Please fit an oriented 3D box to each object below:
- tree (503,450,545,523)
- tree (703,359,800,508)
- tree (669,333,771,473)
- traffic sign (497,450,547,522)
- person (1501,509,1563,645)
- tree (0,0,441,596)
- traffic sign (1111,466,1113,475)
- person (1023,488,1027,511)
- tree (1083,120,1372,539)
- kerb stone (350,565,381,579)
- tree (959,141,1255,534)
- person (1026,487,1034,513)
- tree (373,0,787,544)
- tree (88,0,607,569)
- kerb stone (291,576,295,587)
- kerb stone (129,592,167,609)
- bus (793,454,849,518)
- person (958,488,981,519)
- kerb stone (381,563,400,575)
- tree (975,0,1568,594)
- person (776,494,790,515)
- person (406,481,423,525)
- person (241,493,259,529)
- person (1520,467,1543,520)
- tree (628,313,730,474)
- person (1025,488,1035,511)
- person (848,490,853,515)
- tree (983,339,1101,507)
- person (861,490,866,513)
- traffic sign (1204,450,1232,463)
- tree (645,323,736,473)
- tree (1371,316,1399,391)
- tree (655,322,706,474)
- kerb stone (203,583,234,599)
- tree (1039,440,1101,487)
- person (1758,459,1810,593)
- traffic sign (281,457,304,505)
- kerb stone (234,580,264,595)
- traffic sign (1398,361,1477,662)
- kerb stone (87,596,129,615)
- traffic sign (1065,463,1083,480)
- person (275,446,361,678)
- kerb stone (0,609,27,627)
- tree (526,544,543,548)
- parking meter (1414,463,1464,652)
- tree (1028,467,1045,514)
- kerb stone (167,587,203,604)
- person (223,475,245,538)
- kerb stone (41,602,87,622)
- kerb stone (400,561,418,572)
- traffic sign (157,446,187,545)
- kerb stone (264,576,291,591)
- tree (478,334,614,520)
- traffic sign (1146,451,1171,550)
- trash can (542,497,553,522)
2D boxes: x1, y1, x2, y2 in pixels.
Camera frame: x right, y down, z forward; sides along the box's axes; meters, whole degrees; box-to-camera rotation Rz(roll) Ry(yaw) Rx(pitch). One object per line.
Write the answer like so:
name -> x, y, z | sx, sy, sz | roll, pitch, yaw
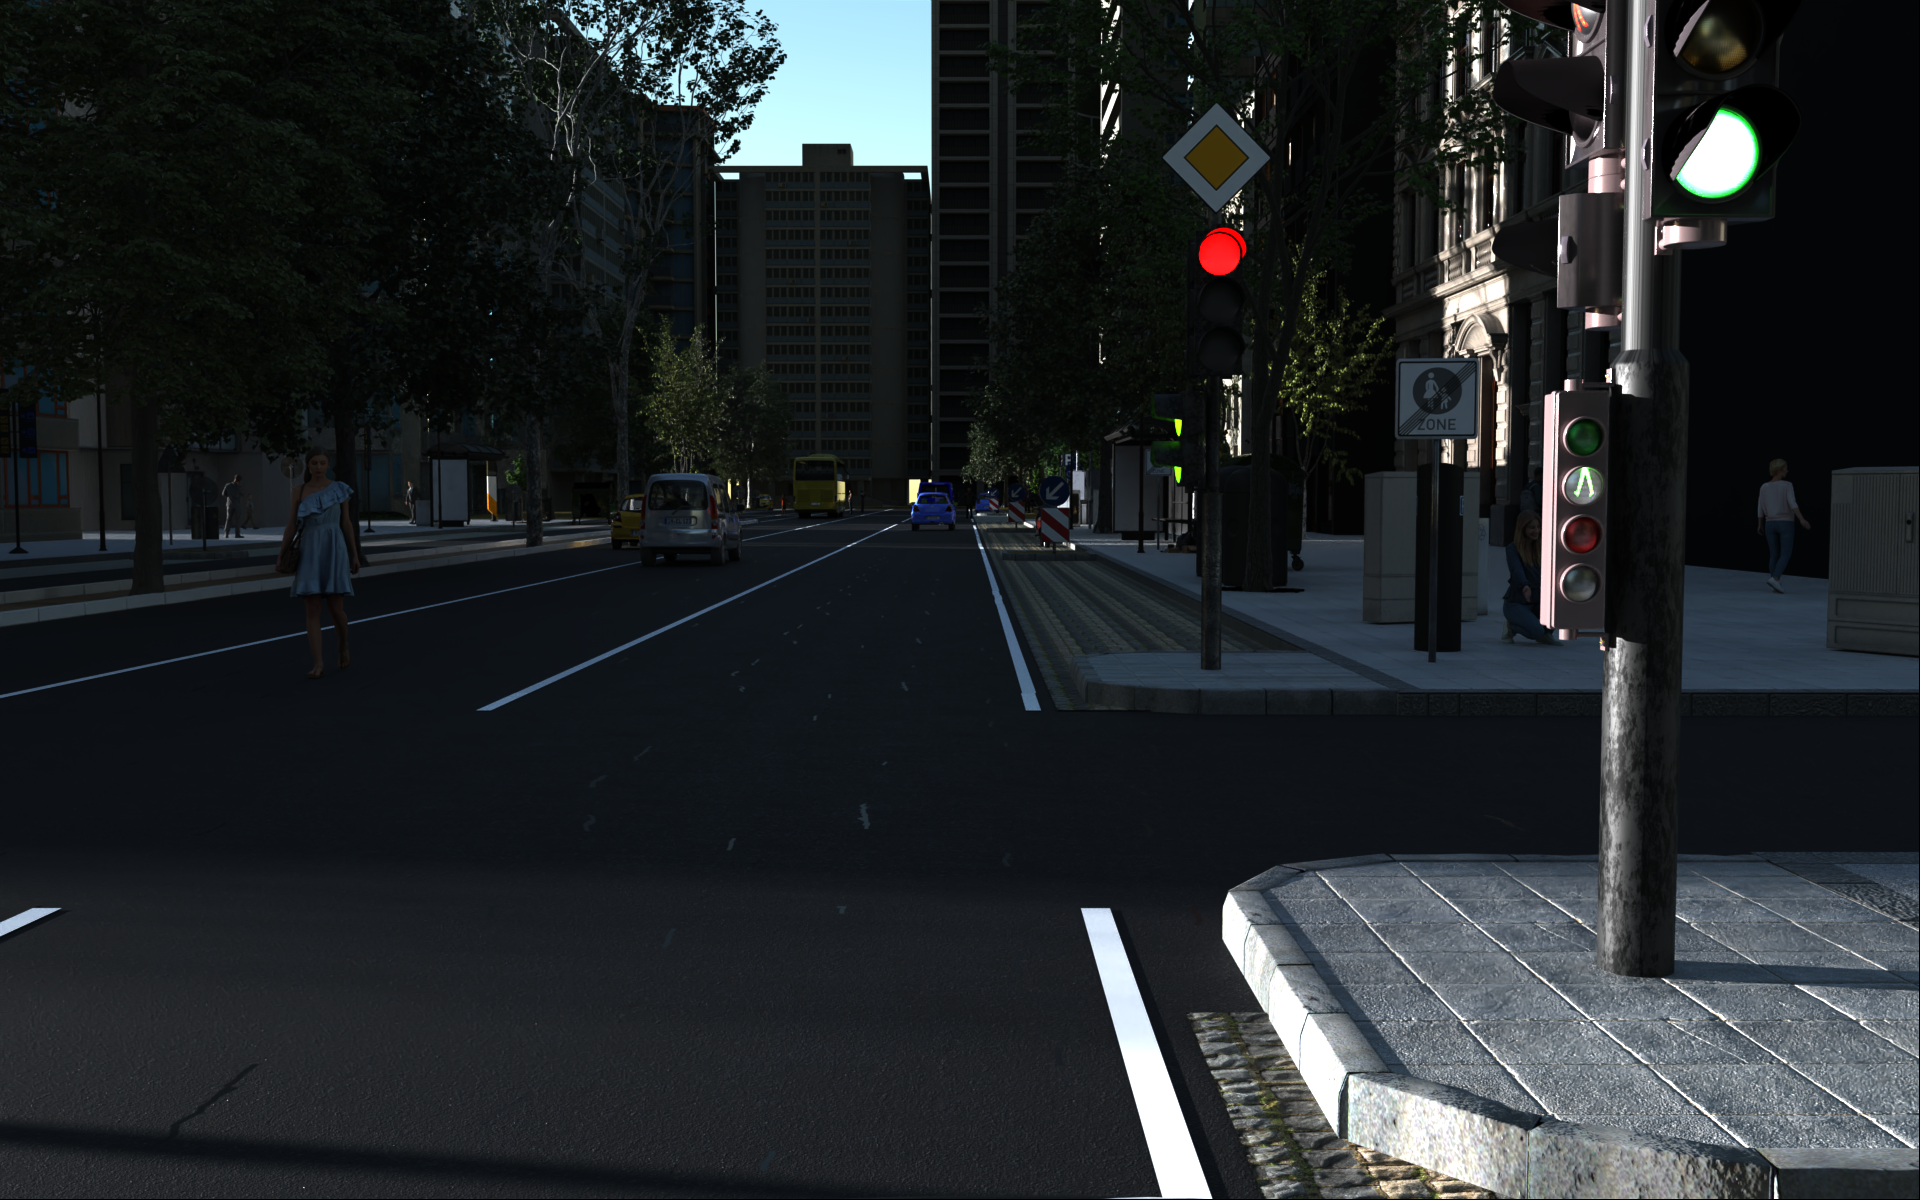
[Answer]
tree -> -19.317, -4.984, 76.096 | 1.663, 3.219, 1.824 | 0, 3, 0
tree -> -19.884, -15.674, 162.922 | 9.857, 13.997, 8.962 | 0, 3, 0
tree -> -19.969, -13.600, 132.725 | 12.009, 13.543, 11.850 | 0, 3, 0
traffic sign -> -20.115, -5.238, 79.508 | 2.265, 3.308, 0.079 | 0, 4, 2
person -> 5.000, -0.194, 14.707 | 1.012, 1.151, 0.738 | -1, 4, -19
tree -> -10.998, -6.281, 23.281 | 7.486, 12.596, 7.792 | 0, 3, 0
traffic sign -> 6.100, -4.083, 66.485 | 0.795, 2.593, 0.064 | 0, 4, 4
person -> 4.998, -7.791, 134.106 | 1.217, 1.739, 0.721 | -1, 4, -21
tree -> 4.611, -5.061, 33.106 | 4.737, 8.622, 4.395 | 0, 3, 0
kerb stone -> -10.352, -0.488, 30.168 | 0.120, 0.150, 1.000 | 0, 4, 0
tree -> 4.766, -8.513, 56.190 | 9.611, 12.733, 9.660 | 0, 3, 0
person -> 4.661, -6.725, 116.446 | 0.683, 1.767, 0.568 | 2, 4, 32
tree -> -12.507, -12.235, 58.382 | 12.611, 20.169, 13.585 | 0, 3, 0
tree -> -11.394, -6.880, 31.953 | 9.611, 12.733, 9.660 | 0, 3, 0
kerb stone -> -10.369, -0.299, 27.082 | 0.120, 0.150, 1.000 | 0, 4, 0
kerb stone -> -10.381, 0.014, 21.965 | 0.120, 0.150, 1.000 | 0, 4, 0
bus -> -8.455, -6.972, 105.534 | 2.896, 3.916, 12.252 | 0, 4, -1
person -> 0.545, -5.600, 100.202 | 1.348, 1.807, 0.705 | 0, 4, -8
kerb stone -> -10.355, -0.551, 31.196 | 0.120, 0.150, 1.000 | 0, 4, 0
tree -> 4.110, -5.916, 22.478 | 9.928, 11.665, 9.643 | 0, 3, 0
person -> -11.974, -6.473, 117.587 | 1.065, 1.426, 0.557 | -3, 4, -39
person -> -23.064, -4.106, 72.955 | 0.659, 1.850, 0.755 | 1, 4, 19
person -> -25.751, -3.209, 62.776 | 0.640, 1.303, 0.475 | -1, 4, -22
person -> 10.614, -1.568, 32.021 | 0.721, 1.781, 0.623 | -1, 4, -21
tree -> -11.071, -7.076, 68.516 | 4.737, 8.622, 4.395 | 0, 3, 0
person -> 5.060, -7.501, 129.198 | 1.217, 1.766, 0.721 | 3, 5, 40
person -> -7.432, -6.573, 116.686 | 0.721, 1.735, 1.217 | 0, 4, -1
tree -> 4.968, -9.902, 96.302 | 7.601, 10.594, 8.767 | 1, 4, 17
person -> -7.392, -7.574, 133.132 | 0.445, 1.727, 0.742 | -3, 5, -44
traffic sign -> 6.145, -2.556, 41.531 | 0.795, 2.593, 0.064 | 0, 4, 2
tree -> -11.613, -7.392, 73.680 | 4.360, 8.622, 3.978 | 0, 3, 0
tree -> 9.780, -6.001, 48.476 | 4.737, 8.622, 4.395 | 0, 3, 0
tree -> -19.559, -11.227, 100.575 | 9.611, 12.733, 9.660 | 0, 3, 0
kerb stone -> -10.371, -0.111, 24.010 | 0.120, 0.150, 1.000 | 0, 4, 0
tree -> 5.305, -5.955, 81.081 | 4.285, 4.588, 4.351 | 0, 3, 0
person -> 10.655, -0.964, 22.475 | 0.598, 1.740, 0.731 | -3, 5, -45
traffic sign -> -21.670, -3.431, 56.197 | 0.768, 2.556, 0.104 | 0, 4, 5
kerb stone -> -10.365, -0.173, 25.032 | 0.120, 0.150, 1.000 | 0, 4, 0
traffic sign -> 3.600, -0.673, 13.141 | 0.606, 2.300, 0.079 | 0, 4, 8
kerb stone -> -10.380, 0.080, 20.943 | 0.120, 0.150, 1.000 | 0, 4, 0
traffic sign -> 4.634, -4.297, 70.357 | 0.768, 2.556, 0.104 | 1, 4, 9
person -> -5.084, -0.314, 13.729 | 0.616, 1.811, 0.778 | 0, 4, -5
kerb stone -> -10.383, 0.202, 18.893 | 0.120, 0.150, 1.000 | 0, 4, 0
tree -> -12.375, -11.459, 45.694 | 12.611, 20.169, 13.585 | 0, 3, 0
parking meter -> 3.925, -0.354, 14.194 | 0.372, 1.533, 0.369 | 0, 3, 0
tree -> 5.102, -7.273, 113.508 | 1.663, 3.219, 1.824 | 0, 3, 0
kerb stone -> -10.366, -0.042, 22.988 | 0.120, 0.150, 1.000 | 0, 4, 0
person -> -21.250, -2.743, 50.690 | 0.655, 1.846, 0.447 | 0, 4, -3
kerb stone -> -10.381, 0.139, 19.920 | 0.120, 0.150, 1.000 | 0, 4, 0
kerb stone -> -10.353, -0.613, 32.226 | 0.120, 0.150, 1.000 | 0, 4, 0
traffic sign -> -19.851, -2.661, 43.517 | 0.884, 2.594, 0.081 | 0, 4, 6
kerb stone -> -10.361, -0.236, 26.058 | 0.120, 0.150, 1.000 | 0, 4, 0
tree -> -20.776, -9.327, 86.902 | 7.601, 10.594, 8.767 | 2, 4, 27
traffic sign -> 4.568, -2.307, 39.853 | 0.606, 2.300, 0.079 | 1, 4, 10
trash can -> -19.322, -4.219, 80.627 | 0.748, 1.137, 0.748 | 0, 3, 0
